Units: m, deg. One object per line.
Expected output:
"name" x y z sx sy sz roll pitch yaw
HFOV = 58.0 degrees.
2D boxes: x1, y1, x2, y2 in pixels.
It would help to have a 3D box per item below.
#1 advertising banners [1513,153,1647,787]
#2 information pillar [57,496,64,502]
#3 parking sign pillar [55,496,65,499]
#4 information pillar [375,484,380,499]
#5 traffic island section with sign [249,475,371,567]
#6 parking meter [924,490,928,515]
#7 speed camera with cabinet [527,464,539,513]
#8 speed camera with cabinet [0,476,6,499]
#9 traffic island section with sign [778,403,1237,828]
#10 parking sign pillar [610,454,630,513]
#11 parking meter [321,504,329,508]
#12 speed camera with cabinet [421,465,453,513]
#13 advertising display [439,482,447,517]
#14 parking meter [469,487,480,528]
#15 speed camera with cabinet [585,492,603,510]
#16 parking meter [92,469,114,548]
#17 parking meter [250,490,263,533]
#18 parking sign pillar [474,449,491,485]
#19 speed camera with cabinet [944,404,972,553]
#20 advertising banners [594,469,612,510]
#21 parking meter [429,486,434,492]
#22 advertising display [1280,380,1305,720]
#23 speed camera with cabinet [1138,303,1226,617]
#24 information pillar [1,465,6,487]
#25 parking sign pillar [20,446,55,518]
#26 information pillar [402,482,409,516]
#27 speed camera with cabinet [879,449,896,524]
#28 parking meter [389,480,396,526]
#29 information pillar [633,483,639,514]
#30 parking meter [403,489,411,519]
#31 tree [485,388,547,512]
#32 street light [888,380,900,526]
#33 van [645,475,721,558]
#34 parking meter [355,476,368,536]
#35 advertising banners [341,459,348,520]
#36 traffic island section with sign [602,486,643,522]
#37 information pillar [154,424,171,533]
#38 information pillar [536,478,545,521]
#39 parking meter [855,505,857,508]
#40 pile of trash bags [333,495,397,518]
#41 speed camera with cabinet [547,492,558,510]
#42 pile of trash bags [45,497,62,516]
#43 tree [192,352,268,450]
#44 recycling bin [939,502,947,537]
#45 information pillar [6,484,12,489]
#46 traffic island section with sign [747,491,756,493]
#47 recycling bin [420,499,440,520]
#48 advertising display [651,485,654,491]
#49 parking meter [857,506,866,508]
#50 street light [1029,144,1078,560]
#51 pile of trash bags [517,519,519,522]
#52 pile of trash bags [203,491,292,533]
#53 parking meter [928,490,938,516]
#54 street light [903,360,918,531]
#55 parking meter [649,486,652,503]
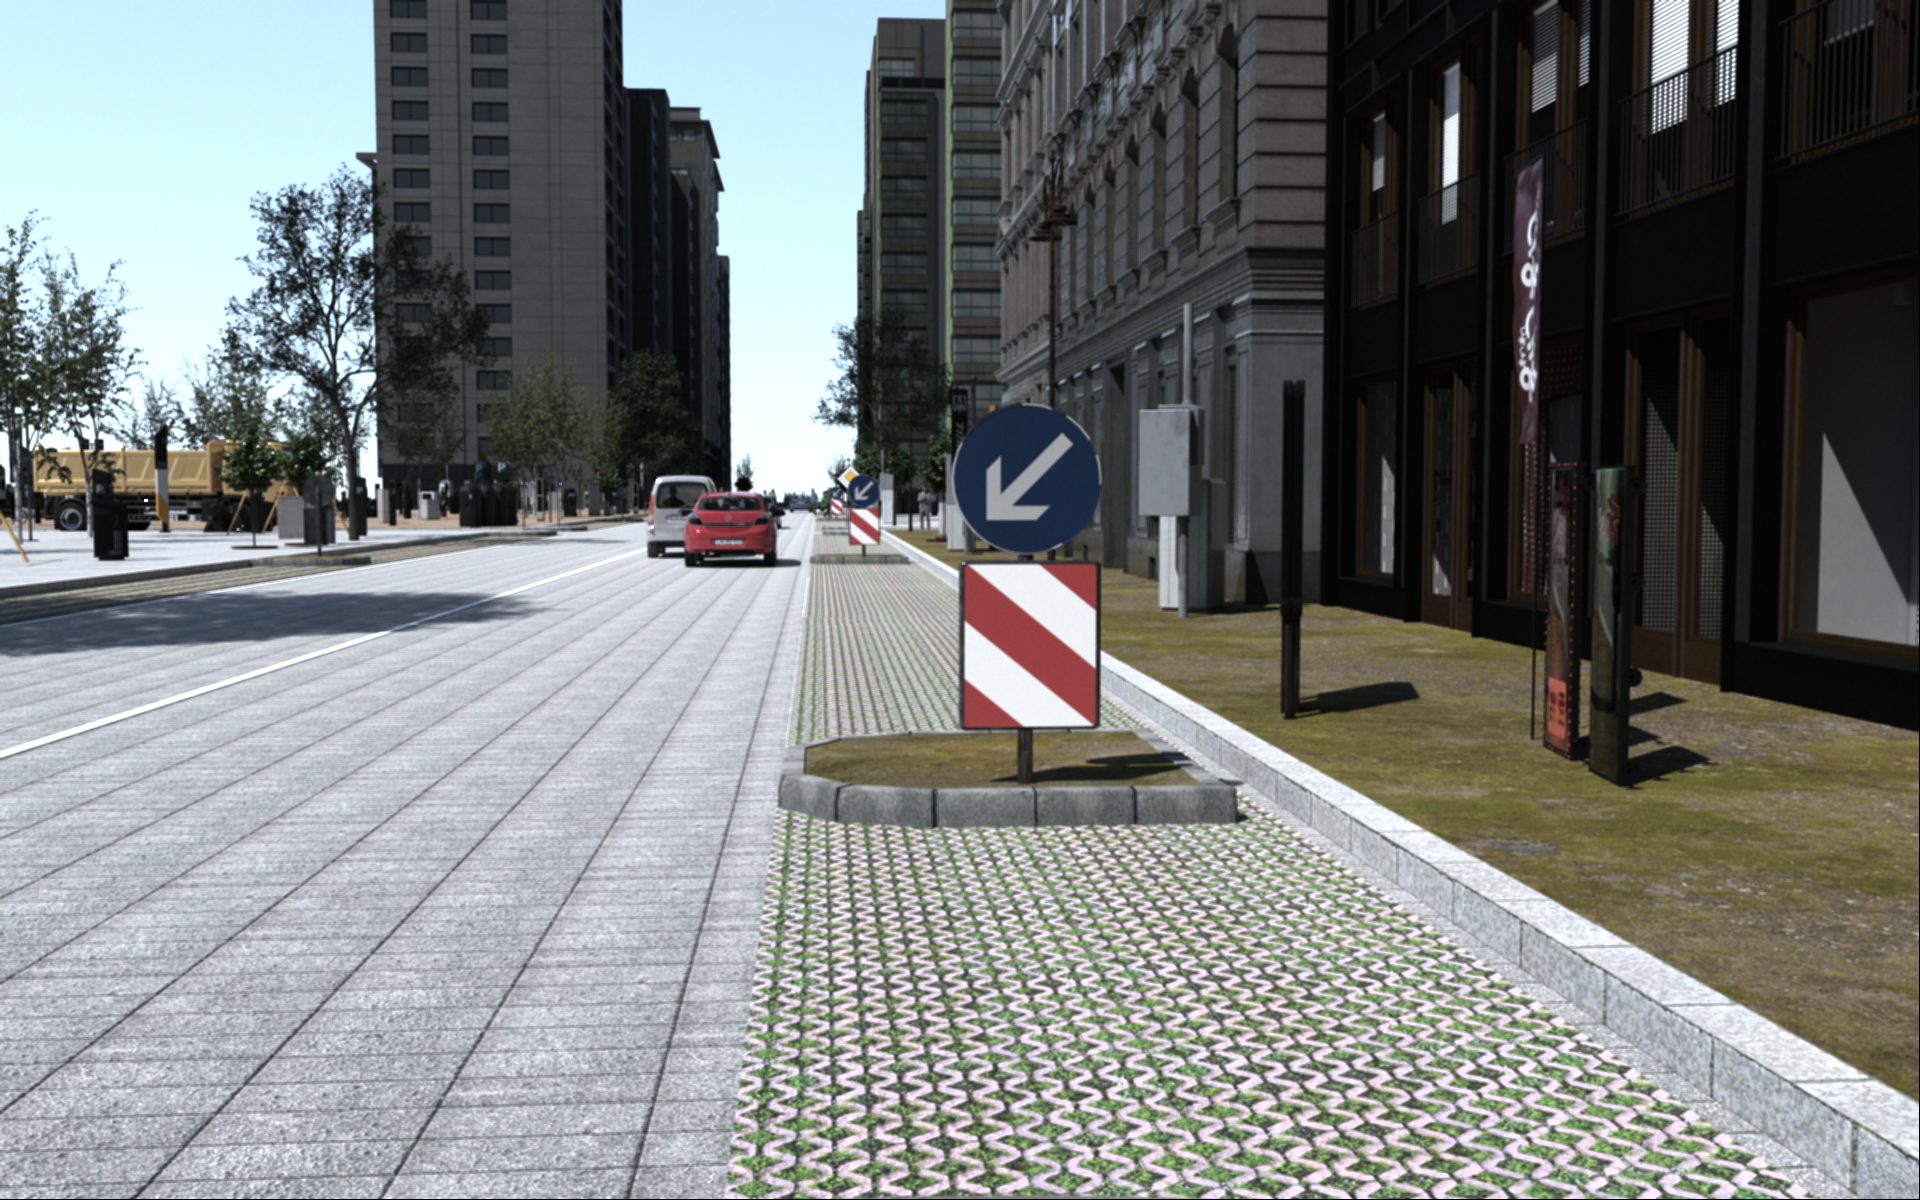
"advertising banners" 2.962 -0.749 8.436 0.090 3.025 2.074 0 4 4
"information pillar" -55.099 -6.214 106.082 0.304 2.012 0.304 -1 4 -13
"parking sign pillar" -65.379 -8.358 125.132 1.447 3.967 1.447 1 4 10
"information pillar" -40.831 -7.153 121.436 0.304 2.012 0.304 -1 4 -11
"traffic island section with sign" -13.048 -1.612 34.978 1.989 1.847 2.006 0 4 -5
"parking meter" -2.035 -5.854 104.125 0.372 1.533 0.369 0 3 0
"speed camera with cabinet" -28.162 -7.343 114.388 0.660 3.252 2.038 0 4 -7
"speed camera with cabinet" -45.292 -5.298 80.962 0.660 3.252 2.038 -1 4 -9
"traffic island section with sign" 0.129 0.017 8.343 1.989 1.847 2.006 0 4 -5
"parking sign pillar" -23.047 -7.868 117.108 1.447 3.967 1.447 1 4 20
"parking meter" -32.355 -4.880 88.197 0.372 1.533 0.369 0 3 0
"speed camera with cabinet" -34.981 -7.425 115.739 2.038 3.252 0.660 0 4 6
"advertising display" -28.857 -5.596 96.712 0.123 1.923 0.974 -3 4 -36
"parking meter" -18.630 -3.552 66.494 0.372 1.533 0.369 0 3 0
"speed camera with cabinet" -29.915 -8.992 141.354 0.660 3.252 2.038 -3 5 -40
"parking meter" -19.793 -2.099 40.026 0.399 1.863 0.255 0 4 -1
"parking meter" -23.013 -3.115 56.645 0.255 1.863 0.399 0 4 4
"parking sign pillar" -28.300 -6.983 102.641 1.447 3.967 1.447 -3 5 -42
"speed camera with cabinet" -0.015 -2.711 38.668 0.660 3.252 2.038 0 4 2
"advertising banners" -24.657 -7.671 121.612 2.074 3.025 0.090 -1 4 -21
"parking meter" -35.977 -6.862 117.910 0.255 1.863 0.399 -1 4 -11
"advertising display" 1.963 -0.308 10.244 0.123 1.923 0.974 1 4 11
"speed camera with cabinet" 2.424 -1.496 18.794 0.660 3.252 2.038 1 4 19
"information pillar" -72.860 -8.590 131.807 0.504 3.616 0.183 1 4 16
"parking sign pillar" -49.172 -6.305 91.560 1.447 3.967 1.447 0 4 1
"information pillar" -32.957 -6.029 103.061 0.304 2.012 0.304 -3 5 -42
"speed camera with cabinet" -3.158 -4.998 76.056 0.660 3.252 2.038 0 4 -6
"parking meter" -23.012 -3.946 70.229 0.255 1.863 0.399 -1 4 -17
"information pillar" -20.910 -6.562 111.772 0.304 2.012 0.304 0 4 -7
"parking meter" -28.991 -5.041 90.837 0.372 1.533 0.369 0 3 0
"tree" -31.852 -10.734 125.856 4.360 8.622 3.978 0 3 0
"street light" -2.668 -5.969 70.380 0.468 5.910 1.993 0 4 -5
"van" -6.381 -2.044 40.428 2.013 2.044 4.112 0 4 -6
"parking meter" -18.401 -2.904 53.186 0.399 1.863 0.255 -1 4 -14
"advertising banners" -30.664 -5.511 86.292 0.090 3.025 2.074 -2 4 -27
"traffic island section with sign" -17.505 -4.973 89.944 1.989 1.847 2.006 0 4 -5
"information pillar" -26.579 -4.057 57.688 0.183 3.616 0.504 1 4 18
"information pillar" -19.774 -4.721 81.680 0.304 2.012 0.304 0 4 5
"parking meter" -7.510 -7.422 127.052 0.255 1.863 0.399 -2 4 -24
"pile of trash bags" -32.214 -5.199 94.758 3.447 1.369 1.912 2 4 24
"speed camera with cabinet" -33.198 -8.841 138.881 2.038 3.252 0.660 -2 4 -30
"pile of trash bags" -53.946 -5.555 100.581 3.447 1.369 1.912 -2 4 -29
"tree" -38.865 -8.482 89.050 4.360 8.622 3.978 0 3 0
"recycling bin" -0.185 -2.426 52.215 0.722 1.027 0.722 2 4 24
"information pillar" -68.643 -7.375 125.077 0.304 2.012 0.304 0 4 -6
"traffic island section with sign" -32.696 -16.386 276.535 1.989 1.847 2.006 0 4 -5
"recycling bin" -26.268 -4.485 85.878 0.722 1.027 0.722 -3 5 -43
"advertising display" -22.506 -7.521 128.186 0.123 1.923 0.974 2 4 29
"parking meter" -7.054 -7.363 126.102 0.255 1.863 0.399 -3 5 -43
"street light" 1.244 -3.095 23.398 0.468 5.910 1.993 0 4 -5
"pile of trash bags" -21.281 -4.151 77.616 1.912 1.369 3.447 1 4 12
"pile of trash bags" -23.725 -2.963 58.194 3.447 1.369 1.912 2 4 25
"parking meter" -1.499 -5.676 101.219 0.372 1.533 0.369 0 3 0
"street light" -1.708 -5.318 59.741 0.468 5.910 1.993 0 4 -5
"parking meter" -22.403 -7.323 125.441 0.255 1.863 0.399 -1 4 -9
